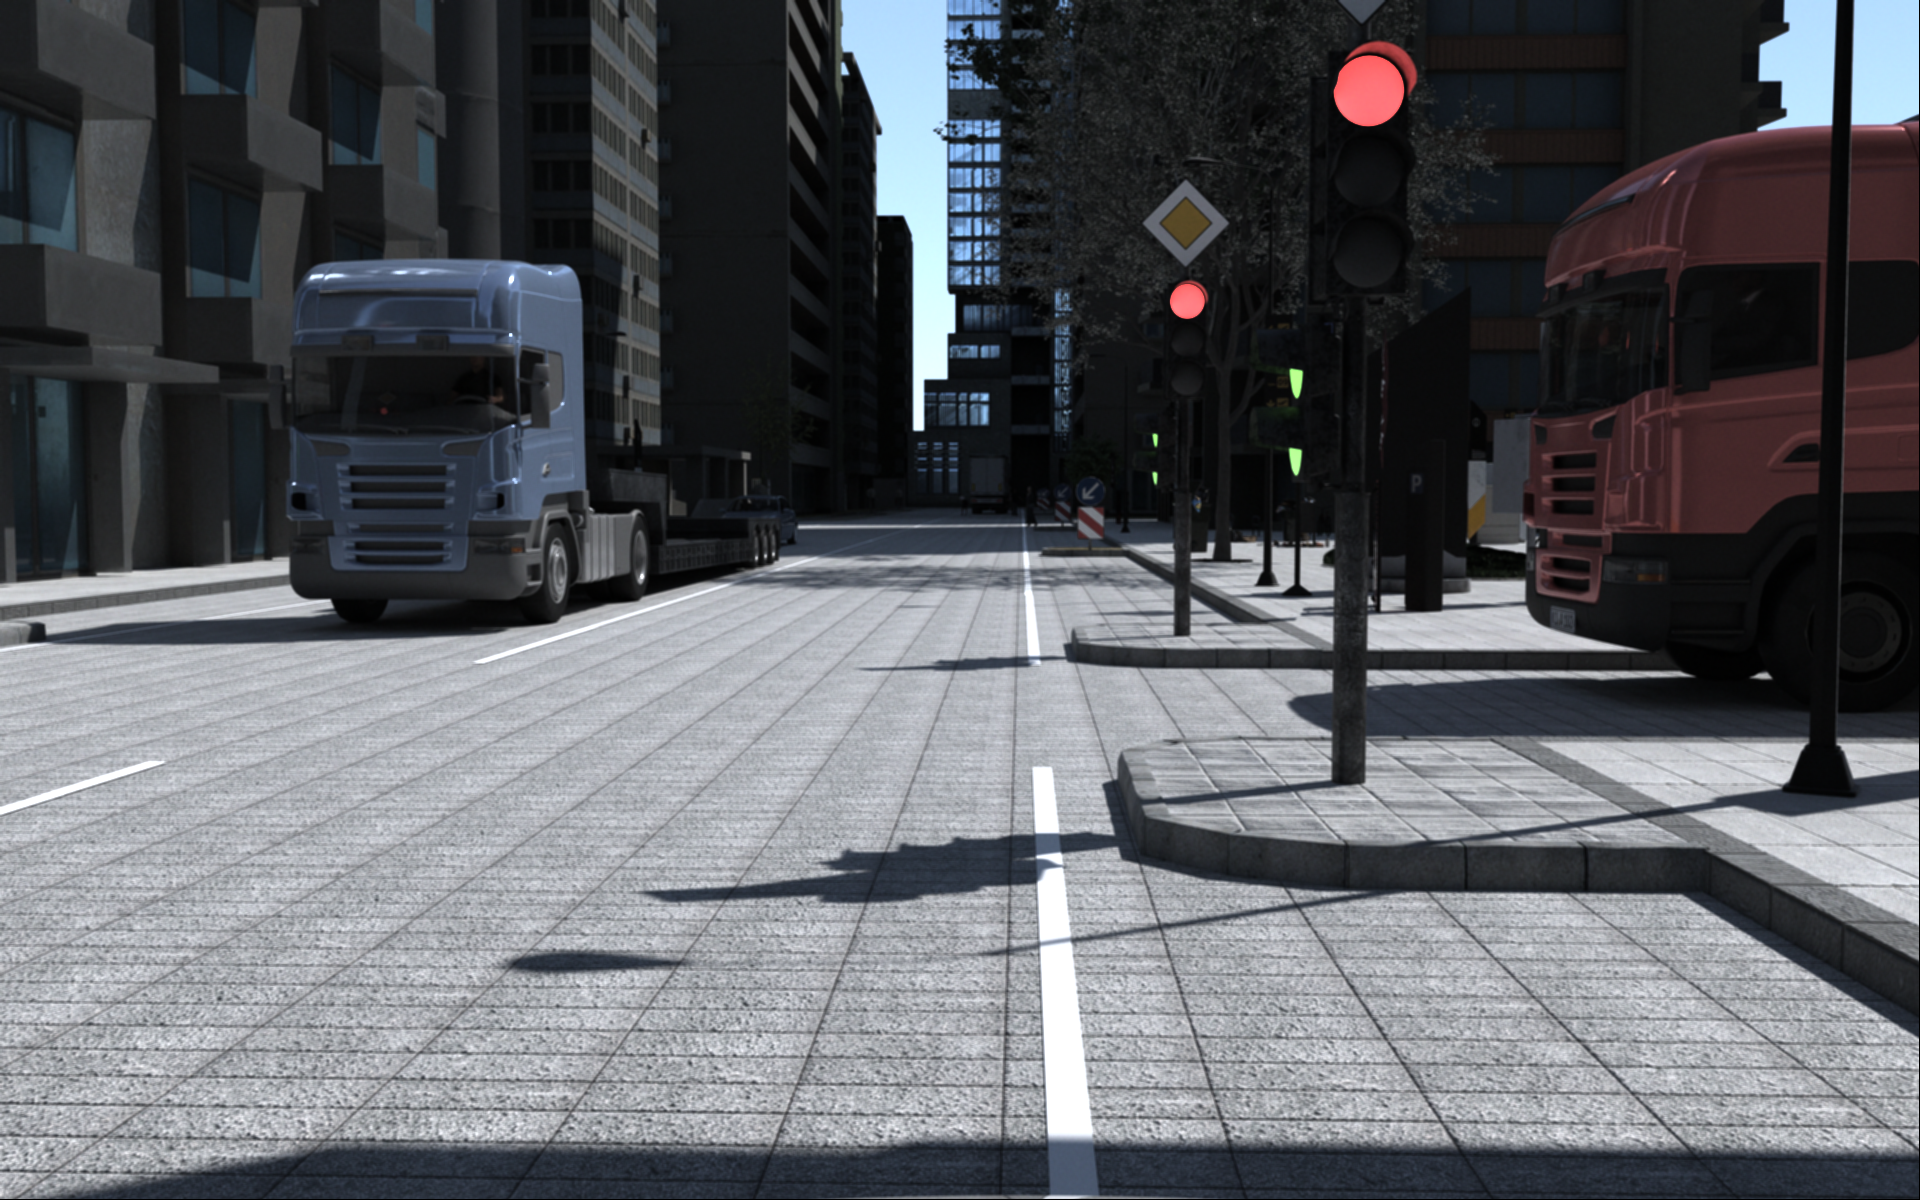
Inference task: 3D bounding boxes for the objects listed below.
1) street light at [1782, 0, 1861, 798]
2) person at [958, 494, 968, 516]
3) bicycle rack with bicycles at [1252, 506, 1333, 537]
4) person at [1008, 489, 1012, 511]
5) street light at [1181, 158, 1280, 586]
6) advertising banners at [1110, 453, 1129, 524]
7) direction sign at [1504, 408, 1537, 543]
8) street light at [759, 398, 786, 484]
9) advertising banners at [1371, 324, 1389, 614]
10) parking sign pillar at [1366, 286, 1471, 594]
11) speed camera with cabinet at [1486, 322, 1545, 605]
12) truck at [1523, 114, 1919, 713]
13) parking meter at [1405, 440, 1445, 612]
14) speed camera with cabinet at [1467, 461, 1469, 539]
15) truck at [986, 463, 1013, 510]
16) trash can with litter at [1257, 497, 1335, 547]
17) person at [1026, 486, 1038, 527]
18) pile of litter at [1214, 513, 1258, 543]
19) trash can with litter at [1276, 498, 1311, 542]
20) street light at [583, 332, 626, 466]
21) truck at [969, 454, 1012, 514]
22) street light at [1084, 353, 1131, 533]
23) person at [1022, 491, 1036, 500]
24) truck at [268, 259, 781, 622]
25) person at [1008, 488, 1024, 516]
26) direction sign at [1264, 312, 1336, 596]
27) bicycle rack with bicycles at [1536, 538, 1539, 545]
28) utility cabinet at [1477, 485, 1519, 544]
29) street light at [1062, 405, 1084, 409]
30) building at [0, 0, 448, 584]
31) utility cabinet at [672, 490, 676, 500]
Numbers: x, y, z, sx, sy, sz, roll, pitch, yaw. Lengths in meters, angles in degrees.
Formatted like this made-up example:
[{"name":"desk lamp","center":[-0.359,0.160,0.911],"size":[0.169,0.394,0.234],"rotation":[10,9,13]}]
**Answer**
[{"name":"street light","center":[3.188,-2.128,7.342],"size":[1.470,5.913,1.316],"rotation":[0,4,2]},{"name":"person","center":[0.181,-6.283,114.423],"size":[0.799,1.438,0.628],"rotation":[1,4,17]},{"name":"bicycle rack with bicycles","center":[10.102,-2.435,53.201],"size":[2.852,0.926,2.925],"rotation":[0,4,5]},{"name":"person","center":[4.326,-8.526,147.899],"size":[0.705,1.824,1.348],"rotation":[-1,4,-16]},{"name":"street light","center":[3.758,-3.151,24.067],"size":[1.470,5.913,1.316],"rotation":[0,4,2]},{"name":"advertising banners","center":[6.794,-4.754,73.917],"size":[0.090,3.025,2.074],"rotation":[2,4,28]},{"name":"direction sign","center":[14.750,-3.283,45.676],"size":[0.876,3.537,0.379],"rotation":[0,4,-4]},{"name":"street light","center":[-9.115,-6.804,83.780],"size":[1.470,5.913,1.316],"rotation":[0,4,2]},{"name":"advertising banners","center":[4.591,-1.392,18.944],"size":[0.090,3.025,2.074],"rotation":[1,4,12]},{"name":"parking sign pillar","center":[6.022,-2.102,22.838],"size":[1.447,3.967,1.447],"rotation":[1,4,14]},{"name":"speed camera with cabinet","center":[7.255,-1.601,20.514],"size":[2.038,3.252,0.660],"rotation":[-2,4,-28]},{"name":"truck","center":[9.283,-1.429,12.275],"size":[11.283,4.237,2.839],"rotation":[0,4,1]},{"name":"parking meter","center":[5.094,-0.813,19.003],"size":[0.255,1.863,0.399],"rotation":[-2,4,-24]},{"name":"speed camera with cabinet","center":[14.931,-3.299,48.274],"size":[0.660,3.252,2.038],"rotation":[-2,4,-24]},{"name":"truck","center":[3.302,-10.379,158.615],"size":[2.839,4.237,11.283],"rotation":[0,4,3]},{"name":"trash can with litter","center":[8.272,-1.917,42.405],"size":[1.678,1.210,2.233],"rotation":[-2,4,-35]},{"name":"person","center":[3.089,-4.080,75.629],"size":[0.534,1.772,0.576],"rotation":[-3,5,-41]},{"name":"pile of litter","center":[7.409,-1.990,46.500],"size":[1.176,0.858,1.719],"rotation":[1,4,11]},{"name":"trash can with litter","center":[9.002,-2.157,46.647],"size":[0.624,1.170,1.055],"rotation":[3,4,37]},{"name":"street light","center":[-10.241,-4.719,49.695],"size":[1.470,5.913,1.316],"rotation":[0,4,2]},{"name":"truck","center":[2.244,-8.511,128.067],"size":[2.839,4.237,11.283],"rotation":[0,4,4]},{"name":"street light","center":[4.950,-5.187,57.349],"size":[1.470,5.913,1.316],"rotation":[0,4,2]},{"name":"person","center":[5.943,-8.614,149.426],"size":[1.348,1.812,0.705],"rotation":[2,4,26]},{"name":"truck","center":[-5.334,-2.232,26.255],"size":[2.967,4.110,18.799],"rotation":[0,4,3]},{"name":"person","center":[3.631,-6.483,114.504],"size":[1.348,1.822,0.705],"rotation":[-3,4,-39]},{"name":"direction sign","center":[4.263,-1.823,21.800],"size":[0.876,3.537,0.379],"rotation":[1,4,19]},{"name":"bicycle rack with bicycles","center":[11.497,-0.952,28.955],"size":[2.852,0.926,2.925],"rotation":[-2,4,-31]},{"name":"utility cabinet","center":[13.579,-2.155,43.908],"size":[1.173,1.500,0.318],"rotation":[-1,4,-16]},{"name":"street light","center":[6.045,-7.223,90.635],"size":[1.470,5.913,1.316],"rotation":[0,4,2]},{"name":"building","center":[-23.360,-25.151,30.820],"size":[23.786,49.044,30.456],"rotation":[0,4,2]},{"name":"utility cabinet","center":[-13.893,-4.594,83.791],"size":[0.318,1.500,1.173],"rotation":[0,4,-6]}]
